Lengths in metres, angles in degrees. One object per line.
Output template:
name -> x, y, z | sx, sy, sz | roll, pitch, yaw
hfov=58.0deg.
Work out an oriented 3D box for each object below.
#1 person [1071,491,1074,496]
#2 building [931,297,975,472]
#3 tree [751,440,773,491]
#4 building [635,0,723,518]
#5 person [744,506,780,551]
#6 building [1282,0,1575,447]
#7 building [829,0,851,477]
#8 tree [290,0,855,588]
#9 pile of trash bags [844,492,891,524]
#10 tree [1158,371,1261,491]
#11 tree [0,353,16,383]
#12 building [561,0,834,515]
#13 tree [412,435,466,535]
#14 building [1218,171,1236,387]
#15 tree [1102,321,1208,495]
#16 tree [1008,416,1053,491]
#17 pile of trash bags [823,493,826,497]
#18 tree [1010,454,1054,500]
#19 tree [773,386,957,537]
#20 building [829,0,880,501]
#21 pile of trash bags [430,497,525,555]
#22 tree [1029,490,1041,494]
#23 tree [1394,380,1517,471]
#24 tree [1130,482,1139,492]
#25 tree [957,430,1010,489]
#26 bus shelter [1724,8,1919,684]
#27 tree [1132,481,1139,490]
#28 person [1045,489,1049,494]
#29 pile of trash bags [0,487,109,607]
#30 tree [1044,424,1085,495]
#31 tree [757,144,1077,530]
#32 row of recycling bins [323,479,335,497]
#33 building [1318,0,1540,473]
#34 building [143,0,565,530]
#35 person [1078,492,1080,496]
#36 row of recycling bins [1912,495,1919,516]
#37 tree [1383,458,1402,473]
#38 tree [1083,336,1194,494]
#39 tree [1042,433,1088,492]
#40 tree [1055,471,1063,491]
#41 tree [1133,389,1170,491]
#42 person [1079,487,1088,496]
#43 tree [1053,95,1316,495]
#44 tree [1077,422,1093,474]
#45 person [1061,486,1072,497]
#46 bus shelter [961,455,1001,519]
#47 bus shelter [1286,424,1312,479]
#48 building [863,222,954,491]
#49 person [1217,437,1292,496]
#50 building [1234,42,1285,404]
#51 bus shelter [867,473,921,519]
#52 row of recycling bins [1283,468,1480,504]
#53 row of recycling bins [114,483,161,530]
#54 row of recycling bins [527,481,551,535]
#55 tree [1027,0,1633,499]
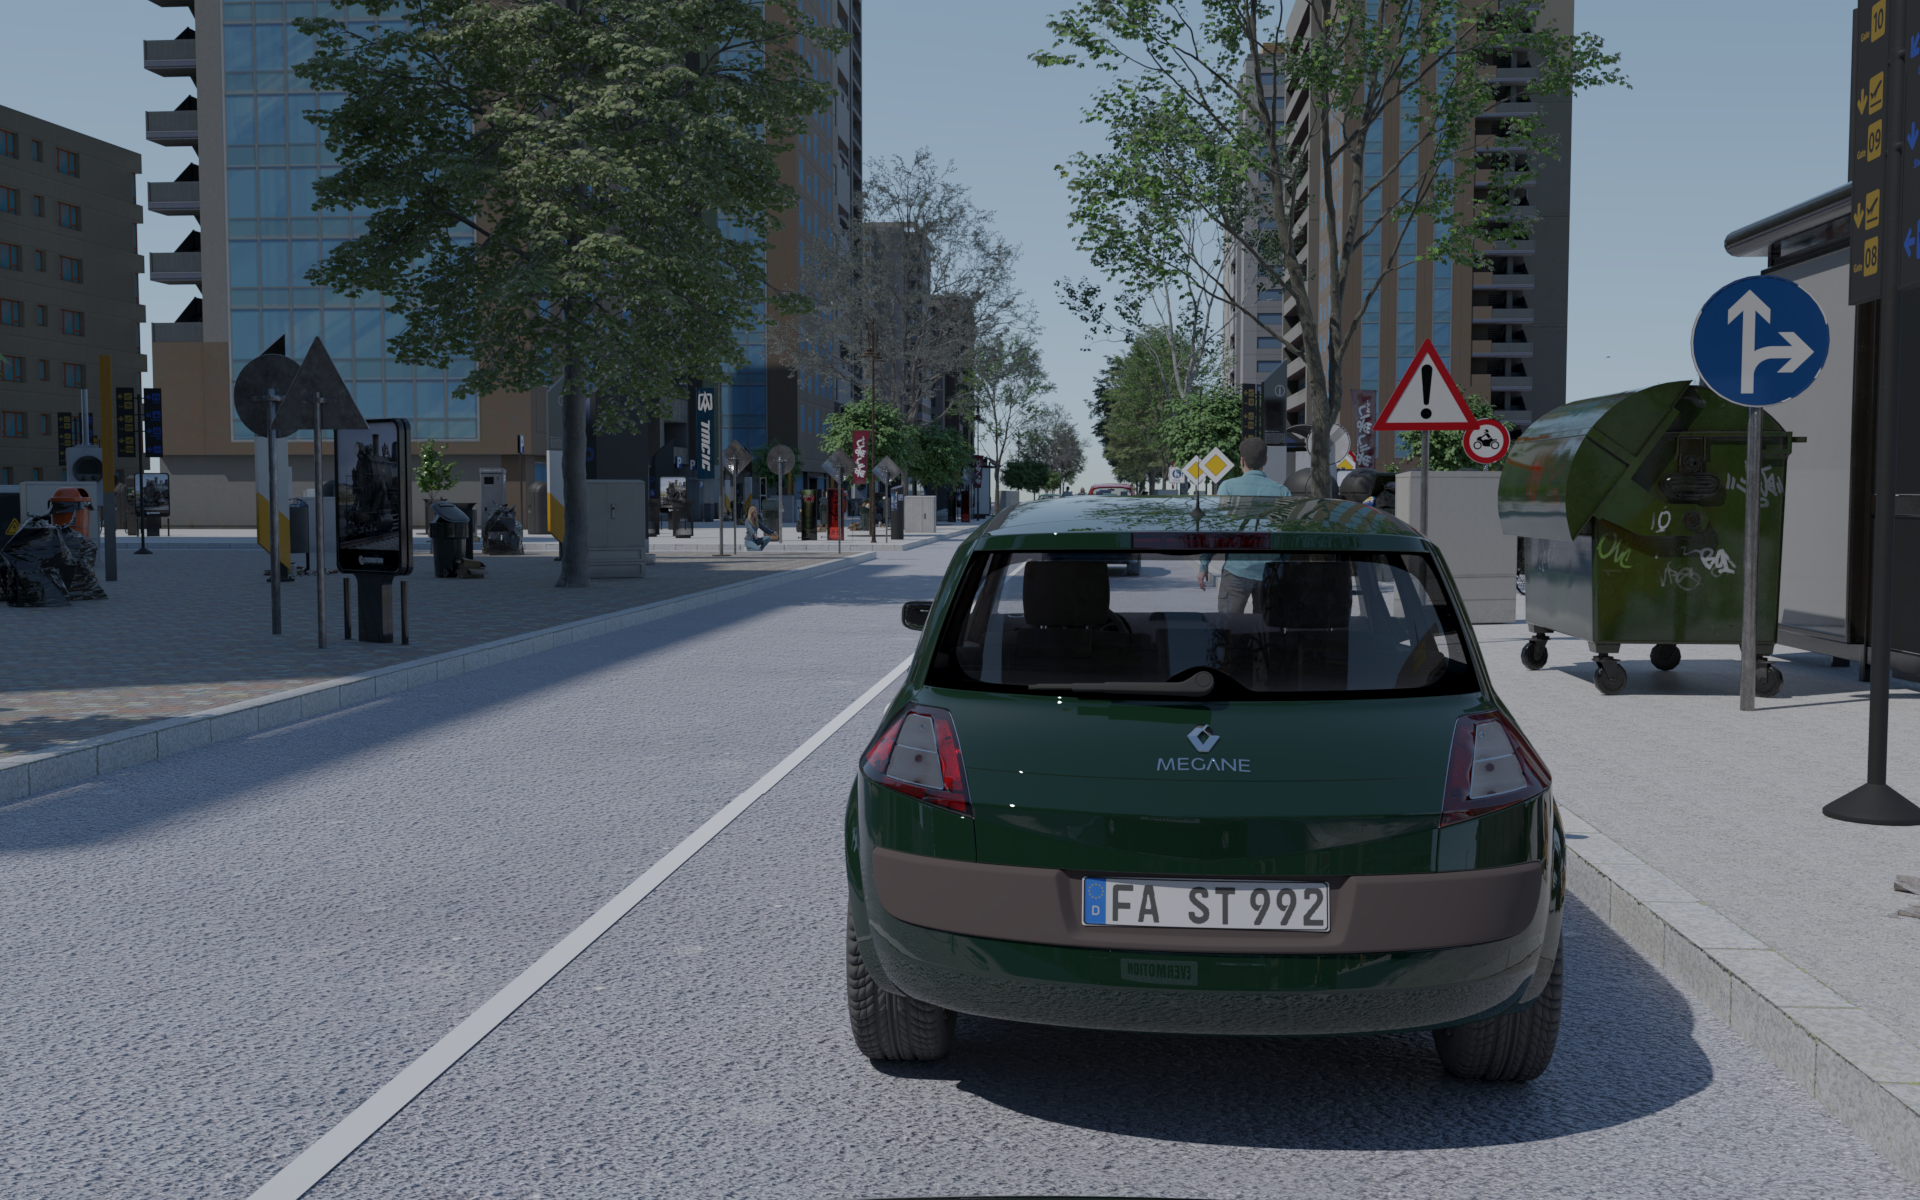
person -> 11.788, -10.549, 181.699 | 0.721, 1.743, 1.217 | 3, 5, 44
building -> -5.210, -30.147, 264.610 | 14.160, 30.474, 14.107 | 0, 4, 5
tree -> -10.518, -7.045, 98.891 | 4.285, 4.588, 4.351 | 0, 3, 0
building -> -20.908, -19.494, 90.433 | 14.160, 30.474, 14.107 | 0, 4, 5
person -> -4.639, -1.607, 40.270 | 0.738, 1.151, 1.012 | 3, 4, 38
building -> 40.268, -32.336, 152.397 | 21.300, 48.544, 21.600 | 0, 4, 5
building -> -23.495, -33.422, 135.693 | 28.713, 52.752, 27.495 | 0, 4, 5
tree -> -5.365, -6.475, 23.995 | 7.486, 12.596, 7.792 | 0, 3, 0
pile of trash bags -> -3.771, -3.994, 75.047 | 3.447, 1.369, 1.912 | 1, 4, 9
tree -> 6.967, -3.839, 46.483 | 4.285, 4.588, 4.351 | 0, 3, 0
tree -> -5.832, -0.848, 8.472 | 1.663, 3.219, 1.824 | 0, 3, 0
building -> -16.129, -28.236, 111.768 | 14.600, 45.320, 14.200 | 0, 4, 5
tree -> -16.731, -3.670, 54.610 | 1.663, 3.219, 1.824 | 0, 3, 0
building -> 54.004, -41.116, 261.481 | 28.713, 52.752, 27.495 | 0, 4, 5
tree -> 13.174, -11.999, 114.316 | 7.486, 12.596, 7.792 | 0, 3, 0
tree -> 6.362, -12.377, 152.733 | 4.360, 8.622, 3.978 | 0, 3, 0
pile of trash bags -> -7.087, -5.448, 98.825 | 1.912, 1.369, 3.447 | 1, 4, 10
tree -> 4.681, -9.475, 138.628 | 4.285, 4.588, 4.351 | 0, 3, 0
tree -> -2.793, -4.205, 52.459 | 4.285, 4.588, 4.351 | 0, 3, 0
building -> -17.521, -44.065, 158.719 | 20.563, 71.187, 20.611 | 0, 4, 5
pile of trash bags -> -10.927, -1.650, 36.729 | 3.447, 1.369, 1.912 | 0, 4, -5
tree -> 7.259, -10.485, 166.023 | 1.663, 3.219, 1.824 | 0, 3, 0
tree -> 14.399, -4.076, 50.355 | 4.285, 4.588, 4.351 | 0, 3, 0
tree -> 24.404, -15.384, 246.125 | 1.663, 3.219, 1.824 | 0, 3, 0
tree -> -0.955, -5.324, 70.763 | 4.285, 4.588, 4.351 | 0, 3, 0
bus shelter -> 6.995, -2.107, 12.087 | 2.179, 5.291, 8.768 | 0, 4, 5
tree -> 22.953, -16.794, 224.943 | 4.360, 8.622, 3.978 | 0, 3, 0
person -> 5.699, -6.413, 113.575 | 0.641, 1.798, 0.478 | -1, 4, -13
pile of trash bags -> -11.296, -0.685, 20.955 | 1.912, 1.369, 3.447 | 0, 4, -8
tree -> 16.323, -21.789, 274.378 | 7.486, 12.596, 7.792 | 0, 3, 0
tree -> -1.982, -9.241, 61.453 | 12.009, 13.543, 11.850 | 0, 3, 0
row of recycling bins -> -16.296, -2.439, 46.991 | 3.534, 1.692, 1.069 | 3, 5, 45
building -> 35.858, -29.653, 134.938 | 14.600, 45.320, 14.200 | 0, 4, 5
building -> -21.479, -25.549, 67.837 | 14.600, 45.320, 14.200 | 0, 4, 5
person -> 10.073, -8.266, 143.513 | 0.709, 1.838, 0.599 | 1, 4, 20
row of recycling bins -> 13.851, -0.985, 23.222 | 1.069, 1.692, 3.534 | 0, 4, 6
tree -> 23.298, -6.011, 92.881 | 1.663, 3.219, 1.824 | 0, 3, 0
tree -> 14.463, -14.126, 137.609 | 9.857, 13.997, 8.962 | 0, 3, 0
tree -> 15.368, -19.891, 259.626 | 8.767, 10.594, 7.601 | 1, 4, 16
tree -> 6.154, -9.926, 145.996 | 4.285, 4.588, 4.351 | 0, 3, 0
tree -> 13.701, -10.516, 122.295 | 4.737, 8.622, 4.395 | 0, 3, 0
person -> 6.510, -5.052, 91.289 | 0.537, 1.800, 0.526 | 0, 4, 8
tree -> 10.660, -13.786, 81.295 | 12.611, 20.169, 13.585 | 0, 3, 0
tree -> 12.308, -19.409, 227.707 | 12.009, 13.543, 11.850 | 0, 3, 0
person -> 5.493, -4.947, 89.230 | 0.661, 1.843, 0.795 | 1, 4, 19
bus shelter -> 1.011, -5.987, 91.812 | 2.014, 3.302, 5.546 | 0, 4, 5
bus shelter -> 10.155, -3.592, 52.656 | 2.014, 3.302, 5.546 | 0, 4, 5
building -> -16.733, -33.039, 232.073 | 32.217, 40.220, 23.993 | 0, 4, 5
person -> 1.980, -0.202, 11.816 | 0.660, 1.820, 0.620 | -1, 4, -13
building -> 47.663, -42.257, 232.907 | 21.231, 58.520, 28.212 | 0, 4, 5
bus shelter -> -3.136, -6.317, 80.907 | 2.179, 5.291, 8.768 | 0, 4, 5
row of recycling bins -> 6.818, -1.239, 27.367 | 3.534, 1.692, 1.069 | -1, 4, -13
row of recycling bins -> -30.113, -3.488, 64.136 | 1.069, 1.692, 3.534 | 1, 4, 18
row of recycling bins -> -11.996, -2.949, 55.336 | 3.534, 1.692, 1.069 | -1, 4, -21
tree -> 4.656, -5.889, 22.033 | 9.928, 11.665, 9.643 | 0, 3, 0
